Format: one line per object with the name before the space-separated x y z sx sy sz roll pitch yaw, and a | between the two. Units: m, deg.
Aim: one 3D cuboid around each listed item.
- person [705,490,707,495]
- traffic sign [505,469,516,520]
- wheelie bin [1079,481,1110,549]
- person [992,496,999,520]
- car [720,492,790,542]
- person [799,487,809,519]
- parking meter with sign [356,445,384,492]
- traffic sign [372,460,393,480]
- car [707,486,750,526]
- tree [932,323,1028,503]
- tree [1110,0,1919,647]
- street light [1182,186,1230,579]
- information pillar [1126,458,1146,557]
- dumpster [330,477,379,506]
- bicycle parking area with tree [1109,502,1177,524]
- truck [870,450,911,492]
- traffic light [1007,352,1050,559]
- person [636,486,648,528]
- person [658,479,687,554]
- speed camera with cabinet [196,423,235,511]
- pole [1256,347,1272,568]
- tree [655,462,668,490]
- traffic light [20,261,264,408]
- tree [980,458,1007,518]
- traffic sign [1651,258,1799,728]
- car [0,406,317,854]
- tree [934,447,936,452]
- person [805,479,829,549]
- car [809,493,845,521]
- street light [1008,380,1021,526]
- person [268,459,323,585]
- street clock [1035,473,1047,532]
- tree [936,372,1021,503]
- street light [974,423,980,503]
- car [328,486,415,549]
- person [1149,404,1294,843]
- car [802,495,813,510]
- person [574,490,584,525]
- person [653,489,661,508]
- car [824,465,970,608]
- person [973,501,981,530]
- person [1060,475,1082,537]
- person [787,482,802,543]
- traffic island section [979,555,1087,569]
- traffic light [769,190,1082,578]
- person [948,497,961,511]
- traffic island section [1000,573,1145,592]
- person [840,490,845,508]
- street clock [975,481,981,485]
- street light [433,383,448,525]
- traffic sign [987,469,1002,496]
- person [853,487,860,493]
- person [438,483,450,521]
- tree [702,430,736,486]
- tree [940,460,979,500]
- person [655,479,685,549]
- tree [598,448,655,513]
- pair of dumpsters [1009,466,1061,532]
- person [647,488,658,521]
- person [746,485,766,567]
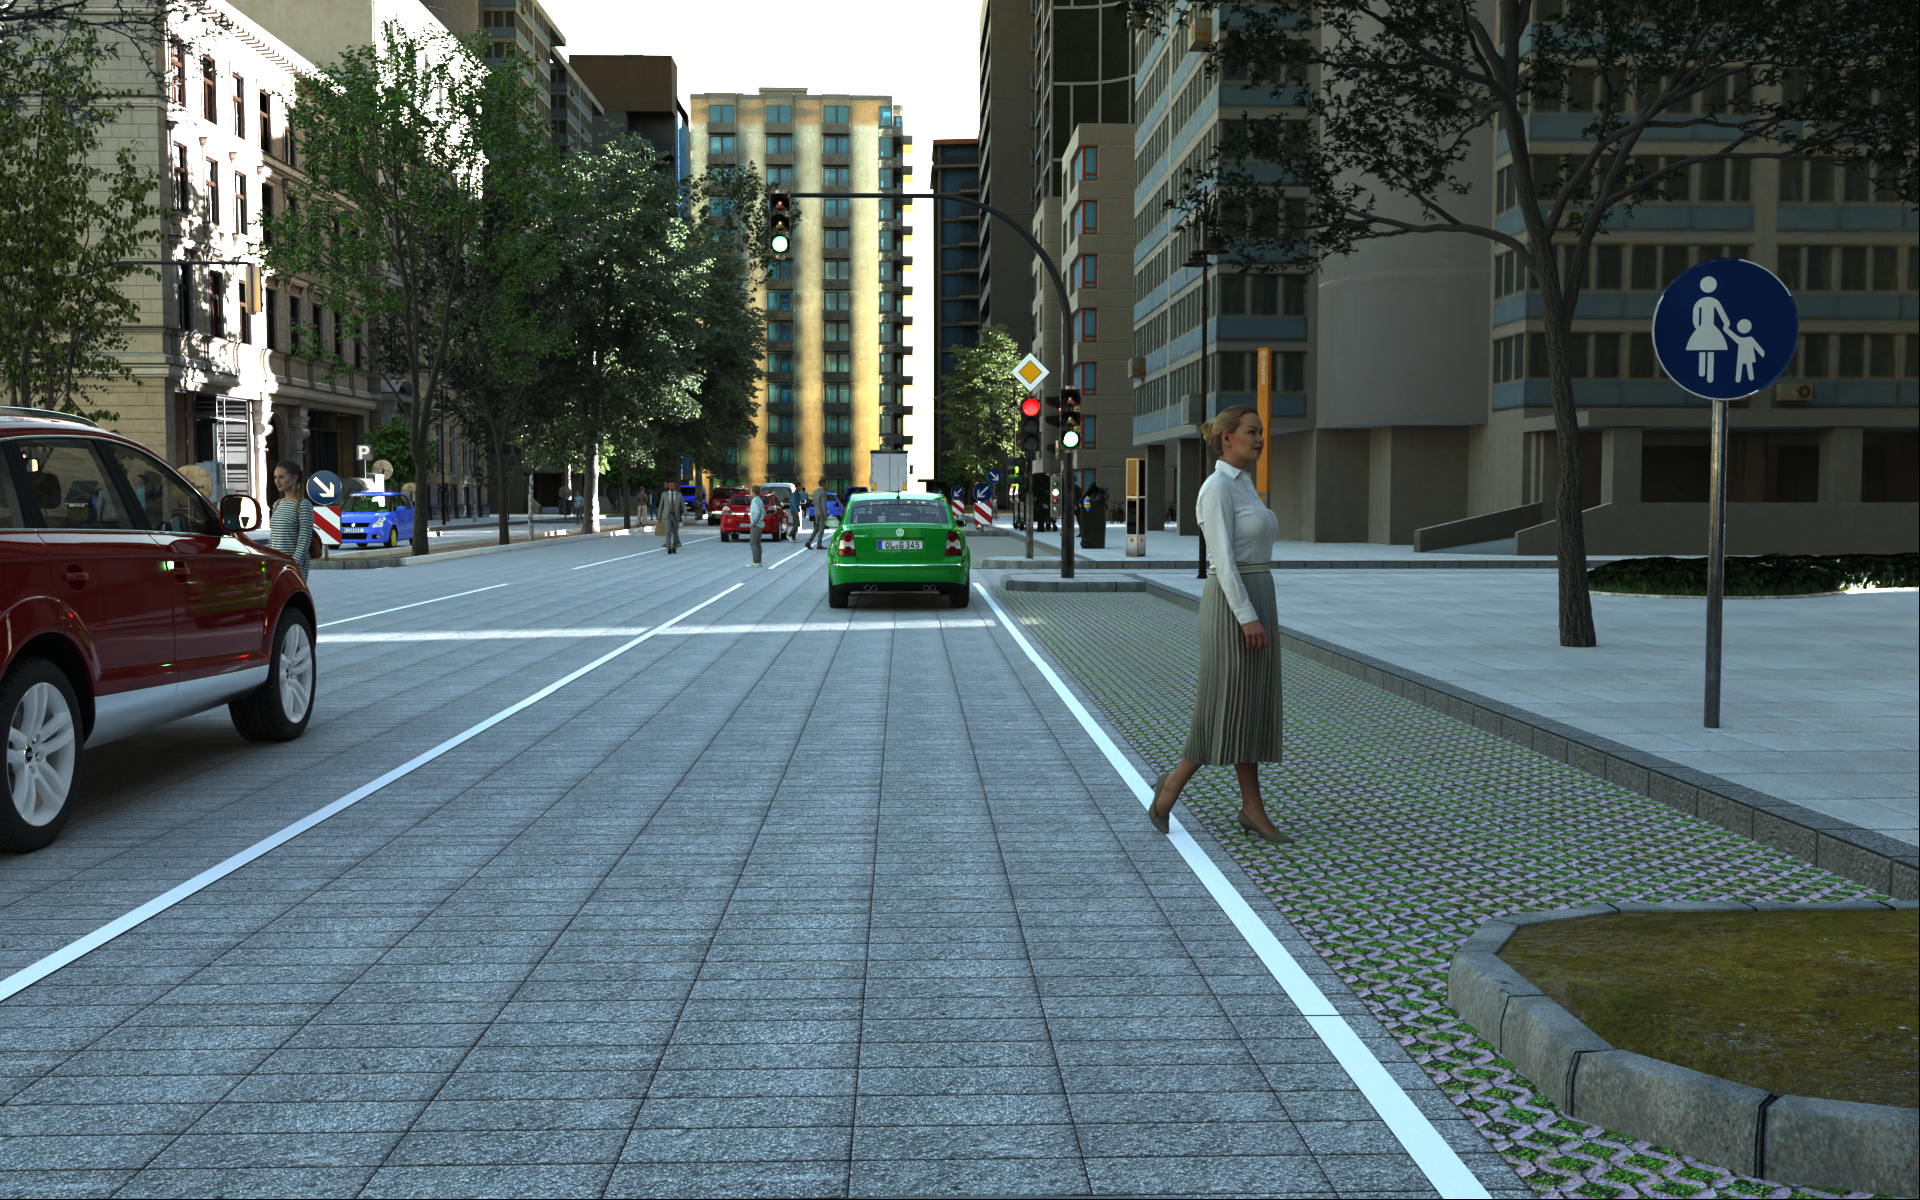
person | -25.575 -10.183 173.452 0.530 1.710 0.541 -1 4 -22
traffic sign | -22.058 -5.163 84.523 0.768 2.556 0.104 0 4 1
wheelie bin | 3.174 -2.021 40.945 0.693 1.594 0.980 1 4 9
person | 1.648 -4.487 84.420 0.382 1.210 0.505 -3 4 -36
car | -6.303 -2.709 53.339 2.155 1.783 4.494 0 4 -1
person | -9.164 -5.669 101.205 0.660 1.820 0.620 -1 4 -20
parking meter with sign | -20.953 -4.026 62.089 0.543 3.016 1.738 0 4 7
traffic sign | -21.343 -3.908 63.999 0.768 2.556 0.104 0 4 0
car | -10.523 -4.373 80.177 2.281 1.827 5.304 0 4 -3
tree | 2.049 -12.034 114.880 7.486 12.596 7.792 0 3 0
tree | 5.140 -4.907 14.646 8.767 10.594 7.601 -1 4 -17
street light | 3.684 -3.263 26.131 0.468 5.910 1.993 0 4 -2
information pillar | 3.613 -1.901 35.569 0.304 2.012 0.304 3 5 40
dumpster | -21.099 -3.333 60.249 1.264 1.857 1.865 0 4 -2
bicycle parking area with tree | 11.063 -5.530 77.420 8.231 4.147 9.016 2 4 32
truck | -4.686 -7.760 115.785 2.839 4.237 11.283 0 4 -2
traffic light | 1.369 -2.782 34.411 0.839 4.253 0.868 0 4 -2
person | -13.486 -3.947 73.584 0.519 1.759 0.362 0 4 6
person | -6.911 -2.009 41.613 0.678 1.792 0.850 -1 4 -14
speed camera with cabinet | -21.147 -3.355 49.192 0.660 3.252 2.038 -1 4 -10
pole | 4.248 -1.859 24.240 0.158 3.312 0.155 0 3 0
tree | -23.388 -8.894 129.131 4.285 4.588 4.351 0 3 0
traffic light | -16.094 -3.621 33.878 4.771 5.953 1.251 0 4 -2
tree | 1.502 -5.972 92.245 1.663 3.219 1.824 0 3 0
traffic sign | 4.135 -0.571 9.450 0.768 2.556 0.104 0 4 6
car | -4.773 0.017 8.391 2.281 1.827 5.304 0 4 -3
tree | -0.698 -13.849 176.797 4.360 8.622 3.978 0 3 0
person | -3.611 -2.219 44.904 0.853 1.813 0.709 -3 5 -42
car | -7.141 -5.086 92.745 1.945 1.707 3.694 0 4 -1
street light | 2.212 -5.961 70.256 0.468 5.910 1.993 0 4 -2
person | -5.210 -0.244 13.490 0.512 1.701 0.522 2 4 31
street clock | 2.724 -3.283 58.254 0.358 2.002 0.471 2 4 29
tree | 1.677 -9.370 103.563 4.360 8.622 3.978 0 3 0
street light | 1.050 -8.296 108.421 0.468 5.910 1.993 0 4 -2
car | -15.553 -2.226 45.980 1.945 1.707 3.694 0 4 -2
person | 1.075 0.096 7.158 0.641 1.798 0.478 3 4 37
car | -13.171 -8.641 153.857 1.945 1.354 3.894 0 4 0
person | -17.820 -4.317 80.893 0.589 1.601 0.330 2 4 35
person | -28.456 -9.537 162.061 0.705 1.812 1.348 2 4 25
car | -0.849 -0.881 23.204 1.959 1.807 4.718 0 4 -3
person | 0.755 -3.418 68.649 0.475 1.303 0.640 -2 4 -26
person | 3.355 -2.801 51.622 0.755 1.850 0.659 3 4 36
person | -4.853 -2.562 50.734 0.444 1.785 0.601 0 4 6
traffic island section | 1.409 -0.749 34.526 2.009 0.180 2.903 0 4 -2
traffic light | -0.466 -3.153 26.222 4.771 5.953 1.251 0 4 -2
person | -0.522 -5.459 97.967 0.699 1.804 1.509 -3 5 -44
traffic island section | 1.663 -0.261 26.545 2.009 0.180 2.903 0 4 -2
person | -11.358 -9.715 167.353 0.705 1.823 1.348 -1 4 -18
street clock | 1.068 -5.738 98.380 0.471 2.002 0.358 3 5 45
street light | -21.546 -6.077 72.142 0.468 5.910 1.993 0 4 -2
traffic sign | 1.716 -5.280 86.426 0.768 2.556 0.104 0 4 7
person | -5.861 -5.477 98.071 0.581 1.822 0.654 3 5 43
person | -24.012 -4.567 80.967 0.600 1.795 0.529 2 4 27
tree | -25.118 -14.096 180.825 4.360 8.622 3.978 0 3 0
tree | -0.008 -9.845 144.674 4.285 4.588 4.351 0 3 0
person | -7.468 -2.206 44.545 0.713 1.824 0.794 1 4 18
tree | -22.940 -8.111 116.331 4.285 4.588 4.351 0 3 0
pair of dumpsters | 2.654 -3.587 61.135 1.574 2.255 4.437 0 4 -2
person | -16.611 -5.179 93.523 0.623 1.781 0.721 1 4 13
person | -4.007 -1.453 34.065 0.330 1.601 0.589 1 4 18
